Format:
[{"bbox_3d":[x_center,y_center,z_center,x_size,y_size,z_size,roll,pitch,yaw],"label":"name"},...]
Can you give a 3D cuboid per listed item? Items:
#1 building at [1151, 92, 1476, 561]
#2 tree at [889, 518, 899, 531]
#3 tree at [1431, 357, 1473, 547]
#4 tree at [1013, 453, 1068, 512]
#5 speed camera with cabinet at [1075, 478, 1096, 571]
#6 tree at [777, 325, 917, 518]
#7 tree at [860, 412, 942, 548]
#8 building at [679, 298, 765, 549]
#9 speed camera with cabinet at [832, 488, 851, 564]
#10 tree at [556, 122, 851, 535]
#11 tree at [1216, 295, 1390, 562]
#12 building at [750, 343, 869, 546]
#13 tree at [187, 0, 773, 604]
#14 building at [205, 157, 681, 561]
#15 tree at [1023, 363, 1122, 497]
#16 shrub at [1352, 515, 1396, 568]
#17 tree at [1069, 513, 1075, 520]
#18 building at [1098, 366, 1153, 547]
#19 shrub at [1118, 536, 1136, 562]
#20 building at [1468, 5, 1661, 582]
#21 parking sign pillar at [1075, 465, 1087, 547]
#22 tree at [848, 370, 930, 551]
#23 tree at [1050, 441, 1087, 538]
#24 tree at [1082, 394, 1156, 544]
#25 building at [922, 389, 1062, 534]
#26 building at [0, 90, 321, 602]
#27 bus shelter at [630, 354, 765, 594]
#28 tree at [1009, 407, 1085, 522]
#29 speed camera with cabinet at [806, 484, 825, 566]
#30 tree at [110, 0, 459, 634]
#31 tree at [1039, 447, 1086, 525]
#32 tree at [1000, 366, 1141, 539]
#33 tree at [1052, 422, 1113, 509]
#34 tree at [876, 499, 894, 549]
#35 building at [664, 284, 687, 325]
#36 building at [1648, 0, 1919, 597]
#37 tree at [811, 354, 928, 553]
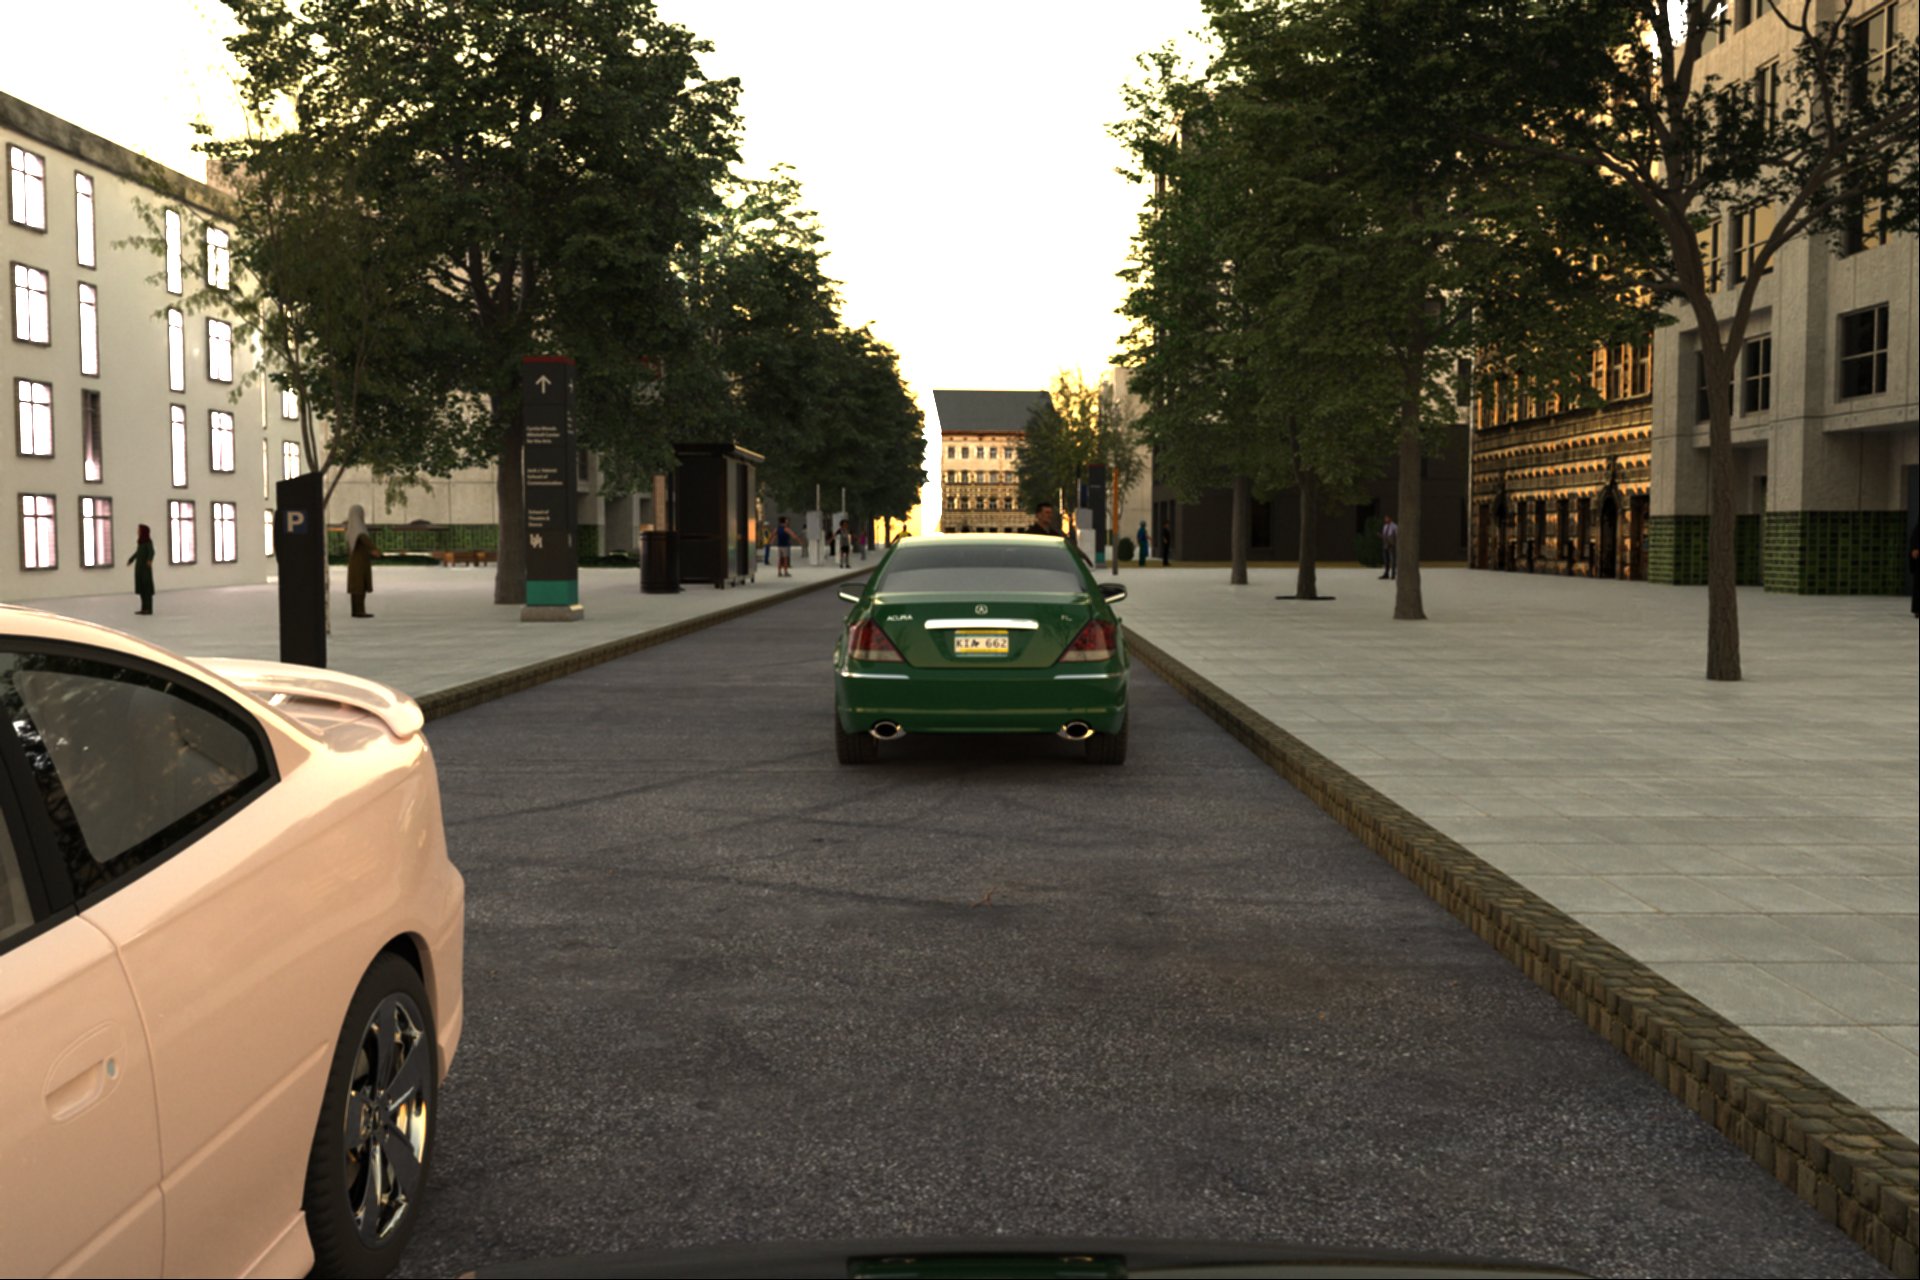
[{"bbox_3d":[24.455,-15.455,96.667,27.936,21.610,32.646,0,4,1],"label":"building"},{"bbox_3d":[-6.797,-13.197,166.141,4.360,8.622,3.978,0,3,0],"label":"tree"},{"bbox_3d":[21.196,-7.468,72.466,4.360,8.622,3.978,0,3,0],"label":"tree"},{"bbox_3d":[8.637,-14.271,167.741,7.601,10.594,8.767,-1,4,-13],"label":"tree"},{"bbox_3d":[4.411,-4.062,60.749,0.660,3.252,2.038,0,4,0],"label":"speed camera with cabinet"},{"bbox_3d":[-6.981,-12.079,104.150,9.857,13.997,8.962,0,3,0],"label":"tree"},{"bbox_3d":[-6.489,-15.162,154.553,9.857,13.997,8.962,0,3,0],"label":"tree"},{"bbox_3d":[-26.446,-18.963,140.974,19.493,23.208,18.063,0,4,1],"label":"building"},{"bbox_3d":[-5.105,-4.906,74.546,0.660,3.252,2.038,0,4,3],"label":"speed camera with cabinet"},{"bbox_3d":[-7.968,-8.922,52.525,9.857,13.997,8.962,0,3,0],"label":"tree"},{"bbox_3d":[14.217,-9.495,73.374,7.486,12.596,7.792,0,3,0],"label":"tree"},{"bbox_3d":[-24.889,-21.580,196.804,27.936,21.610,32.646,0,4,1],"label":"building"},{"bbox_3d":[-8.370,-7.638,31.535,9.857,13.997,8.962,0,3,0],"label":"tree"},{"bbox_3d":[-26.779,-14.131,97.506,16.747,18.905,31.486,0,4,1],"label":"building"},{"bbox_3d":[5.070,-7.539,73.624,4.737,8.622,4.395,0,3,0],"label":"tree"},{"bbox_3d":[15.690,-3.744,65.641,1.690,2.028,1.600,0,3,0],"label":"shrub"},{"bbox_3d":[17.925,-18.924,259.769,4.737,8.622,4.395,0,3,0],"label":"tree"},{"bbox_3d":[24.691,-19.838,190.811,16.747,18.905,31.486,0,4,0],"label":"building"},{"bbox_3d":[7.723,-4.269,80.909,1.383,1.207,1.383,0,3,0],"label":"shrub"},{"bbox_3d":[27.679,-13.611,53.469,19.493,23.208,18.063,0,4,1],"label":"building"},{"bbox_3d":[4.805,-4.910,68.757,1.447,3.967,1.447,0,4,2],"label":"parking sign pillar"},{"bbox_3d":[-6.998,-13.947,134.690,9.857,13.997,8.962,0,3,0],"label":"tree"},{"bbox_3d":[8.482,-11.431,137.264,4.360,8.622,3.978,0,3,0],"label":"tree"},{"bbox_3d":[8.084,-8.449,88.506,4.360,8.622,3.978,0,3,0],"label":"tree"},{"bbox_3d":[4.545,-26.203,261.810,18.063,23.208,19.493,-1,4,-9],"label":"building"},{"bbox_3d":[-22.565,-6.302,45.184,9.099,9.664,28.070,0,4,0],"label":"building"},{"bbox_3d":[-6.241,-3.895,41.320,2.179,5.291,8.768,0,4,0],"label":"bus shelter"},{"bbox_3d":[8.231,-14.415,153.805,7.486,12.596,7.792,0,3,0],"label":"tree"},{"bbox_3d":[-5.828,-4.616,69.802,0.660,3.252,2.038,0,4,0],"label":"speed camera with cabinet"},{"bbox_3d":[-8.121,-4.391,22.159,4.360,8.622,3.978,0,3,0],"label":"tree"},{"bbox_3d":[8.247,-11.821,143.633,4.360,8.622,3.978,0,3,0],"label":"tree"},{"bbox_3d":[8.092,-13.275,127.422,12.009,13.543,11.850,0,3,0],"label":"tree"},{"bbox_3d":[7.843,-10.033,114.402,4.360,8.622,3.978,0,3,0],"label":"tree"},{"bbox_3d":[-6.700,-11.886,144.698,4.737,8.622,4.395,0,3,0],"label":"tree"},{"bbox_3d":[-25.398,-15.910,116.552,16.016,20.090,11.380,0,4,1],"label":"building"},{"bbox_3d":[25.806,-9.897,28.277,16.747,18.905,31.486,0,4,1],"label":"building"},{"bbox_3d":[-7.126,-12.914,117.804,9.857,13.997,8.962,0,3,0],"label":"tree"}]
